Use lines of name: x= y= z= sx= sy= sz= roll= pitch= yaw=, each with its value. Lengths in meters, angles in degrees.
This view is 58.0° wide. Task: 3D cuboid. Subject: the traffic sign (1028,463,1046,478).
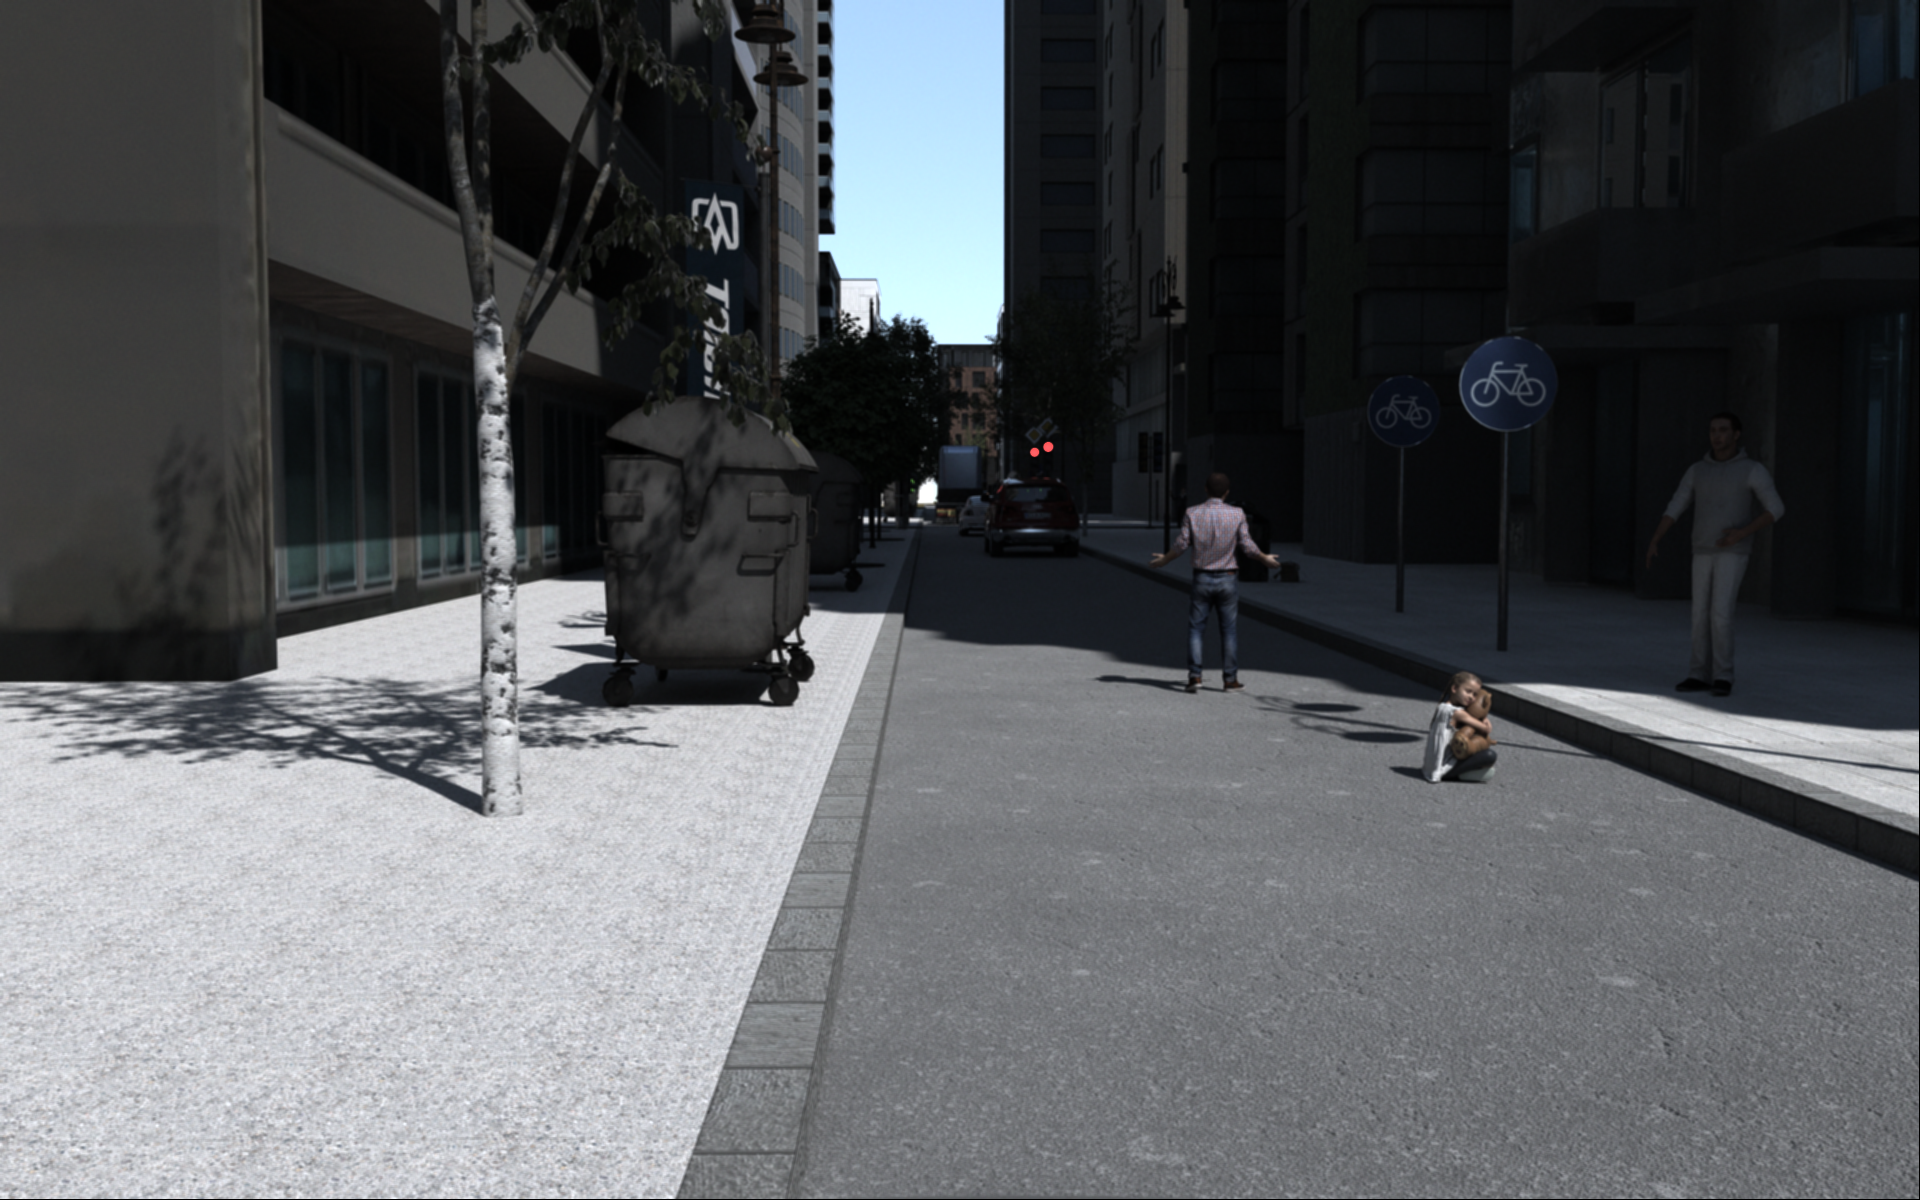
traffic sign: x=3.205 y=-4.368 z=71.521 sx=0.768 sy=2.556 sz=0.104 roll=0 pitch=4 yaw=6

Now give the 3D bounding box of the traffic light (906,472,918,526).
traffic light: x=-2.129 y=-4.996 z=70.600 sx=0.839 sy=4.253 sz=0.868 roll=0 pitch=4 yaw=-1

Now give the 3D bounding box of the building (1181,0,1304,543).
building: x=13.585 y=-17.133 z=51.832 sx=14.160 sy=30.474 sz=14.107 roll=0 pitch=4 yaw=-1

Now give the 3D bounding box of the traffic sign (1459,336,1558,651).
traffic sign: x=4.434 y=-0.855 z=14.086 sx=0.768 sy=2.556 sz=0.104 roll=1 pitch=4 yaw=8

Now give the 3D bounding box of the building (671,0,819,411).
building: x=-18.415 y=-33.237 z=85.424 sx=21.231 sy=58.520 sz=28.212 roll=0 pitch=4 yaw=-1

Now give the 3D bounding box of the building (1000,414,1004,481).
building: x=8.953 y=-14.106 z=172.785 sx=9.099 sy=9.664 sz=28.070 roll=0 pitch=4 yaw=-1

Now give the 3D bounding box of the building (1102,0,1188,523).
building: x=21.529 y=-30.472 z=87.453 sx=27.495 sy=52.752 sz=28.713 roll=0 pitch=4 yaw=-1

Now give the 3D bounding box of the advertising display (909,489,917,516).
advertising display: x=-2.801 y=-5.873 z=101.230 sx=0.123 sy=1.923 sz=0.974 roll=2 pitch=4 yaw=31

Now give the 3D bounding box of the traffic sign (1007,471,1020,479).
traffic sign: x=2.946 y=-5.767 z=94.395 sx=0.768 sy=2.556 sz=0.104 roll=0 pitch=4 yaw=2

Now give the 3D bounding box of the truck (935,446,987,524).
truck: x=0.039 y=-6.178 z=90.763 sx=2.967 sy=4.110 sz=18.799 roll=0 pitch=3 yaw=0

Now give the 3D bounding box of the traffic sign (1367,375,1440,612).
traffic sign: x=4.773 y=-1.139 z=18.722 sx=0.768 sy=2.556 sz=0.104 roll=0 pitch=4 yaw=4

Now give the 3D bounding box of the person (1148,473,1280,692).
person: x=1.855 y=-0.128 z=12.555 sx=0.963 sy=1.587 sz=0.435 roll=0 pitch=4 yaw=2

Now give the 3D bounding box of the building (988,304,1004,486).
building: x=18.147 y=-21.952 z=202.892 sx=27.936 sy=21.610 sz=32.646 roll=0 pitch=4 yaw=-1

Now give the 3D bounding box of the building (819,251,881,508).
building: x=-21.770 y=-19.458 z=162.109 sx=27.936 sy=21.610 sz=32.646 roll=0 pitch=4 yaw=-1

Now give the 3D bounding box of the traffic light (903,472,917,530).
traffic light: x=-1.983 y=-4.507 z=62.616 sx=0.839 sy=4.253 sz=0.868 roll=0 pitch=4 yaw=-1

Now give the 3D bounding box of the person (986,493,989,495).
person: x=1.337 y=-4.200 z=79.857 sx=0.600 sy=1.496 sz=0.574 roll=-2 pitch=4 yaw=-33

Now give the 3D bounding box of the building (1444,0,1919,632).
building: x=18.830 y=-24.182 z=14.980 sx=23.786 sy=49.044 sz=30.456 roll=0 pitch=4 yaw=-1

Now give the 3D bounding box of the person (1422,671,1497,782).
person: x=2.510 y=0.630 z=8.678 sx=0.357 sy=0.543 sz=0.381 roll=0 pitch=4 yaw=6

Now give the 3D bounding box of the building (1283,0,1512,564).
building: x=14.275 y=-21.638 z=37.369 sx=14.154 sy=41.232 sz=14.086 roll=0 pitch=4 yaw=-1

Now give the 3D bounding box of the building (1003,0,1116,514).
building: x=13.654 y=-35.625 z=124.474 sx=21.231 sy=58.520 sz=28.212 roll=0 pitch=4 yaw=-1

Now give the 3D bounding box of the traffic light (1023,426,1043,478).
traffic light: x=3.011 y=-5.002 z=70.709 sx=0.839 sy=4.253 sz=0.868 roll=0 pitch=4 yaw=-1

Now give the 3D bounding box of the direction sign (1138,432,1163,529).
direction sign: x=6.975 y=-4.371 z=63.455 sx=0.876 sy=3.537 sz=0.379 roll=0 pitch=4 yaw=7

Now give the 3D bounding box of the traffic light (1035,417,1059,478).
traffic light: x=3.157 y=-4.514 z=62.725 sx=0.839 sy=4.253 sz=0.868 roll=0 pitch=4 yaw=-1

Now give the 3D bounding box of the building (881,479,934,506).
building: x=-17.489 y=-18.036 z=237.030 sx=28.070 sy=9.664 sz=9.099 roll=0 pitch=4 yaw=-1

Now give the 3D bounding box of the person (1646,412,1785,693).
person: x=4.825 y=-0.304 z=11.156 sx=0.789 sy=1.805 sz=0.875 roll=-3 pitch=5 yaw=-42

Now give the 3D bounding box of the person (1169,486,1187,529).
person: x=8.479 y=-3.530 z=67.012 sx=0.742 sy=1.727 sz=0.445 roll=-1 pitch=4 yaw=-9

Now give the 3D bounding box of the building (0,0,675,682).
building: x=-15.824 y=-24.277 z=20.639 sx=21.300 sy=48.544 sz=21.600 roll=0 pitch=4 yaw=-1

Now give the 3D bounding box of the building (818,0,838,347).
building: x=-19.144 y=-49.862 z=127.922 sx=22.319 sy=86.520 sz=31.000 roll=0 pitch=4 yaw=-1

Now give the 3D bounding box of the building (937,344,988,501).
building: x=13.099 y=-24.629 z=246.664 sx=32.646 sy=21.610 sz=27.936 roll=0 pitch=4 yaw=-1

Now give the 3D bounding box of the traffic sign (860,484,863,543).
traffic sign: x=-2.567 y=-2.759 z=45.223 sx=0.768 sy=2.556 sz=0.104 roll=0 pitch=4 yaw=6
